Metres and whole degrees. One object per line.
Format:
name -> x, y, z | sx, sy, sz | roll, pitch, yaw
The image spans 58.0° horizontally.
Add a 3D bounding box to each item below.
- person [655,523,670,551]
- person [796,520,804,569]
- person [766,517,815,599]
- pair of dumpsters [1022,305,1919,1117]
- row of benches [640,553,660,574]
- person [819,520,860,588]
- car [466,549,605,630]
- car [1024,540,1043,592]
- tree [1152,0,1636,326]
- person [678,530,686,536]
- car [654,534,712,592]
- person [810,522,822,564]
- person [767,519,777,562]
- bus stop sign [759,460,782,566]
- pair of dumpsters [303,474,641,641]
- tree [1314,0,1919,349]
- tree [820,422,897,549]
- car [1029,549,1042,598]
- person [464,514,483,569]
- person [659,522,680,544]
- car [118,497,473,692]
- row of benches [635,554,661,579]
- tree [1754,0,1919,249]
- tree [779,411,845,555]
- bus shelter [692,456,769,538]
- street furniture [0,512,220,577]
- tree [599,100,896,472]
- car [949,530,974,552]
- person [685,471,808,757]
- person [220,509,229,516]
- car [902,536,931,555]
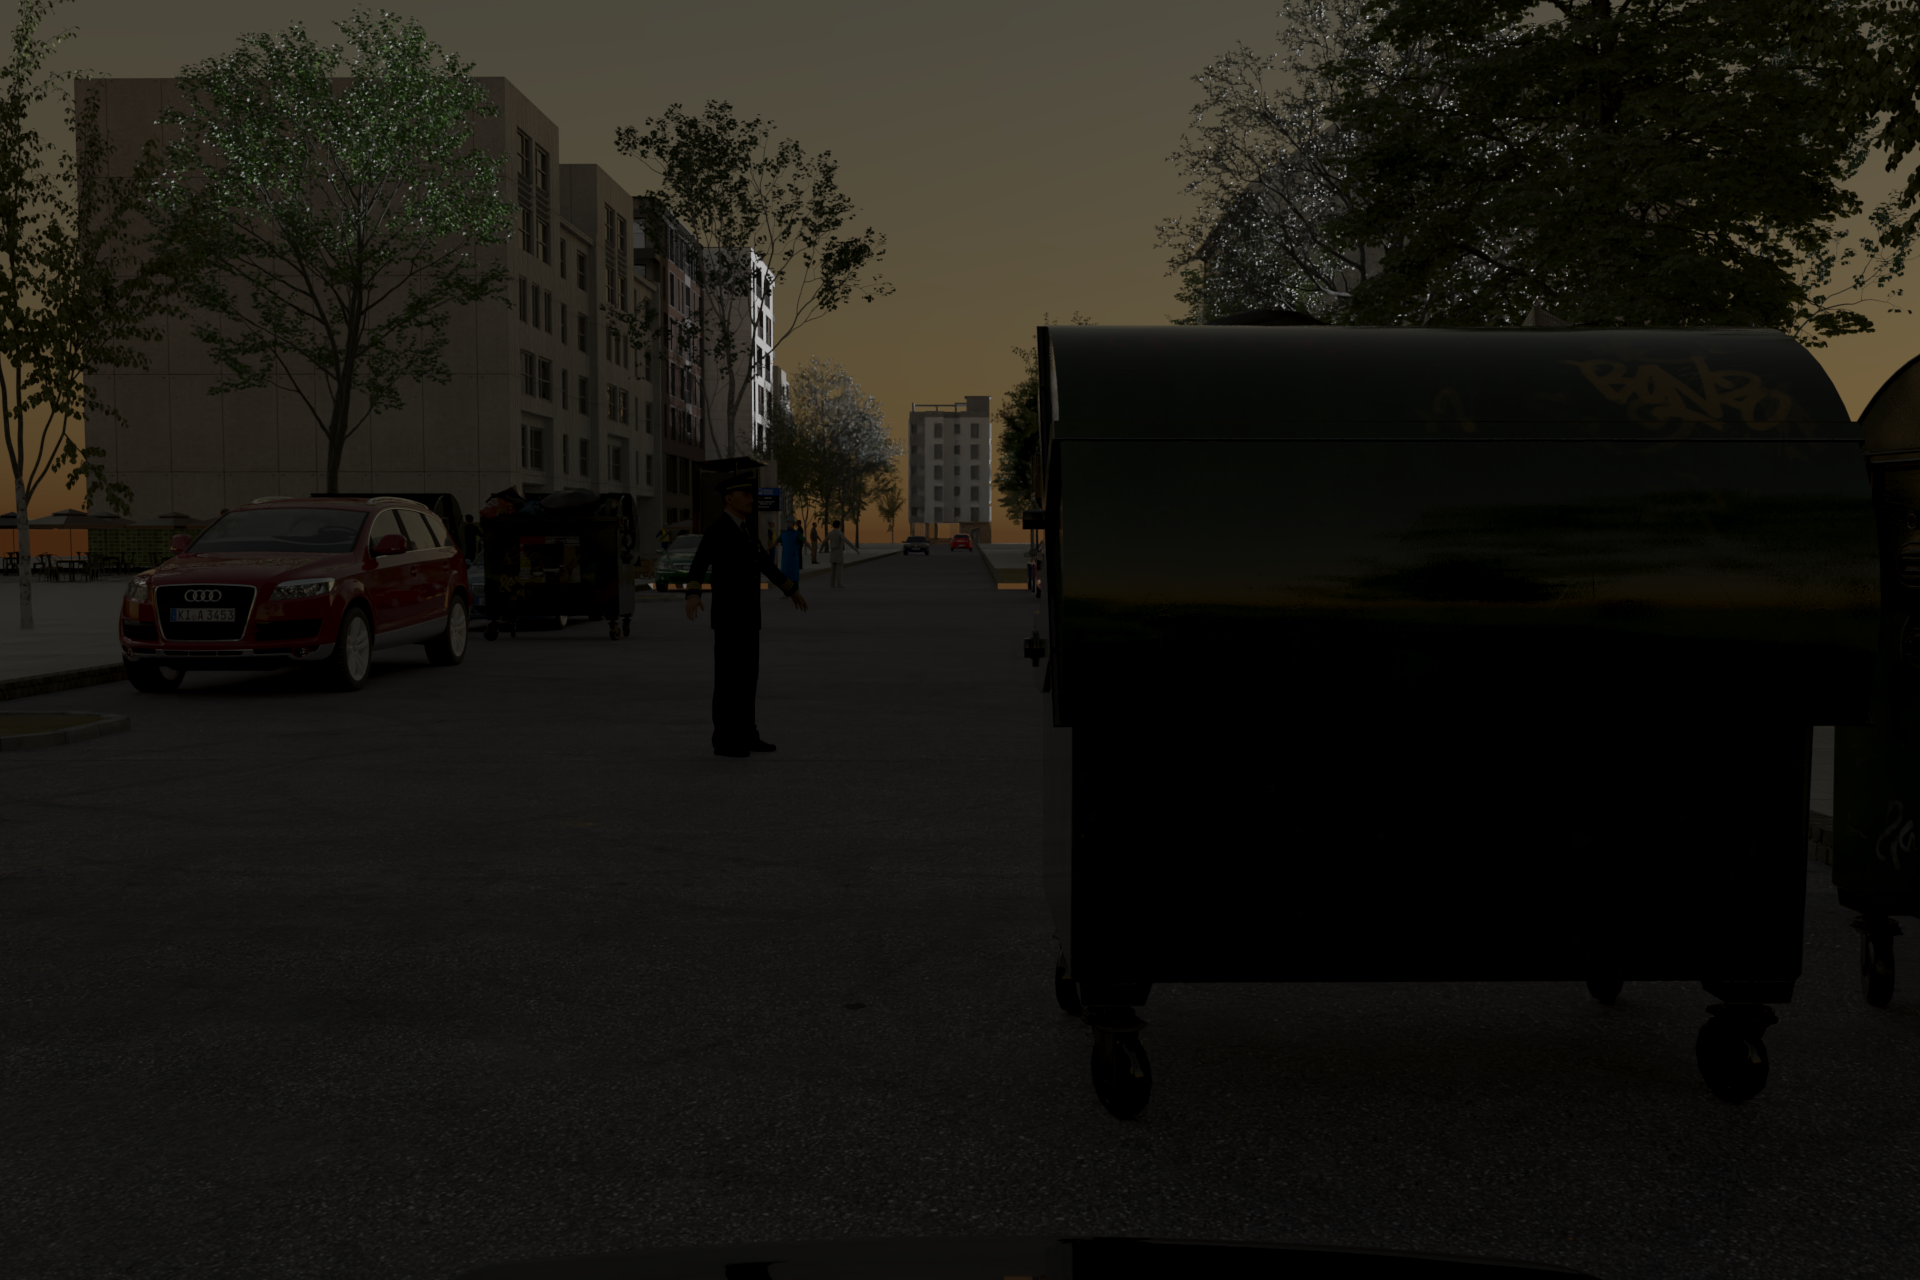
person -> -14.130, -4.716, 83.082 | 0.705, 1.833, 1.349 | 3, 5, 43
person -> -5.867, -3.467, 62.914 | 0.704, 1.802, 1.346 | 0, 4, 4
person -> -3.759, -1.815, 38.256 | 1.347, 1.817, 0.704 | 2, 4, 25
pair of dumpsters -> 2.387, 0.011, 4.771 | 4.436, 2.255, 1.574 | 0, 4, -1
row of benches -> -10.012, -2.440, 55.359 | 1.422, 0.672, 4.104 | 0, 3, 0
person -> -3.264, -2.294, 46.145 | 1.347, 1.806, 0.705 | 2, 4, 35
car -> -6.785, -0.946, 27.475 | 2.014, 1.417, 4.499 | 0, 4, 1
car -> 2.612, -1.912, 43.842 | 1.945, 1.354, 3.894 | 0, 3, 0
tree -> 8.406, -7.567, 34.098 | 12.009, 13.543, 11.850 | 0, 3, 0
person -> -10.314, -3.491, 63.805 | 0.721, 1.740, 1.216 | 0, 4, -1
car -> -6.633, -2.001, 44.519 | 2.131, 1.459, 4.920 | 0, 4, 0
person -> -6.249, -4.184, 74.682 | 0.705, 1.796, 1.348 | 1, 4, 13
person -> -5.946, -2.999, 55.500 | 0.721, 1.772, 1.216 | 0, 4, -1
bus stop sign -> -6.822, -4.454, 61.846 | 0.837, 3.901, 0.837 | 0, 4, 2
pair of dumpsters -> -6.677, -1.144, 23.650 | 4.436, 2.255, 1.574 | 0, 4, 0
tree -> 8.395, -6.399, 22.758 | 7.486, 12.596, 7.792 | 0, 3, 0
tree -> -9.164, -13.818, 151.673 | 9.928, 11.665, 9.643 | 0, 3, 0
car -> 2.594, -1.756, 37.753 | 2.155, 1.783, 4.494 | 0, 4, -1
person -> -13.029, -2.431, 45.935 | 0.705, 1.806, 1.347 | 2, 4, 33
person -> -12.578, -4.280, 76.112 | 1.348, 1.813, 0.705 | -2, 4, -30
car -> -6.484, -0.536, 17.429 | 2.281, 1.827, 5.304 | 0, 4, 0
row of benches -> -9.131, -2.181, 51.118 | 1.422, 0.672, 4.104 | 0, 4, -1
tree -> 8.266, -3.865, 13.558 | 4.737, 8.622, 4.395 | 0, 3, 0
tree -> -9.158, -9.369, 103.553 | 4.737, 8.622, 4.395 | 0, 3, 0
bus shelter -> -7.246, -3.912, 55.249 | 1.731, 3.624, 6.357 | 0, 4, 0
street furniture -> -27.078, -3.168, 56.821 | 27.439, 1.986, 14.083 | -1, 4, -9
tree -> -9.125, -13.348, 74.129 | 12.611, 20.169, 13.585 | 0, 3, 0
car -> 0.122, -8.208, 143.245 | 2.155, 1.783, 4.494 | 0, 3, 0
person -> -1.430, -0.177, 11.287 | 0.705, 1.837, 1.347 | 2, 4, 26
person -> -13.972, -1.595, 32.646 | 0.750, 1.759, 0.617 | 0, 4, 3
car -> -2.977, -6.459, 118.192 | 1.945, 1.354, 3.894 | 0, 4, 0
